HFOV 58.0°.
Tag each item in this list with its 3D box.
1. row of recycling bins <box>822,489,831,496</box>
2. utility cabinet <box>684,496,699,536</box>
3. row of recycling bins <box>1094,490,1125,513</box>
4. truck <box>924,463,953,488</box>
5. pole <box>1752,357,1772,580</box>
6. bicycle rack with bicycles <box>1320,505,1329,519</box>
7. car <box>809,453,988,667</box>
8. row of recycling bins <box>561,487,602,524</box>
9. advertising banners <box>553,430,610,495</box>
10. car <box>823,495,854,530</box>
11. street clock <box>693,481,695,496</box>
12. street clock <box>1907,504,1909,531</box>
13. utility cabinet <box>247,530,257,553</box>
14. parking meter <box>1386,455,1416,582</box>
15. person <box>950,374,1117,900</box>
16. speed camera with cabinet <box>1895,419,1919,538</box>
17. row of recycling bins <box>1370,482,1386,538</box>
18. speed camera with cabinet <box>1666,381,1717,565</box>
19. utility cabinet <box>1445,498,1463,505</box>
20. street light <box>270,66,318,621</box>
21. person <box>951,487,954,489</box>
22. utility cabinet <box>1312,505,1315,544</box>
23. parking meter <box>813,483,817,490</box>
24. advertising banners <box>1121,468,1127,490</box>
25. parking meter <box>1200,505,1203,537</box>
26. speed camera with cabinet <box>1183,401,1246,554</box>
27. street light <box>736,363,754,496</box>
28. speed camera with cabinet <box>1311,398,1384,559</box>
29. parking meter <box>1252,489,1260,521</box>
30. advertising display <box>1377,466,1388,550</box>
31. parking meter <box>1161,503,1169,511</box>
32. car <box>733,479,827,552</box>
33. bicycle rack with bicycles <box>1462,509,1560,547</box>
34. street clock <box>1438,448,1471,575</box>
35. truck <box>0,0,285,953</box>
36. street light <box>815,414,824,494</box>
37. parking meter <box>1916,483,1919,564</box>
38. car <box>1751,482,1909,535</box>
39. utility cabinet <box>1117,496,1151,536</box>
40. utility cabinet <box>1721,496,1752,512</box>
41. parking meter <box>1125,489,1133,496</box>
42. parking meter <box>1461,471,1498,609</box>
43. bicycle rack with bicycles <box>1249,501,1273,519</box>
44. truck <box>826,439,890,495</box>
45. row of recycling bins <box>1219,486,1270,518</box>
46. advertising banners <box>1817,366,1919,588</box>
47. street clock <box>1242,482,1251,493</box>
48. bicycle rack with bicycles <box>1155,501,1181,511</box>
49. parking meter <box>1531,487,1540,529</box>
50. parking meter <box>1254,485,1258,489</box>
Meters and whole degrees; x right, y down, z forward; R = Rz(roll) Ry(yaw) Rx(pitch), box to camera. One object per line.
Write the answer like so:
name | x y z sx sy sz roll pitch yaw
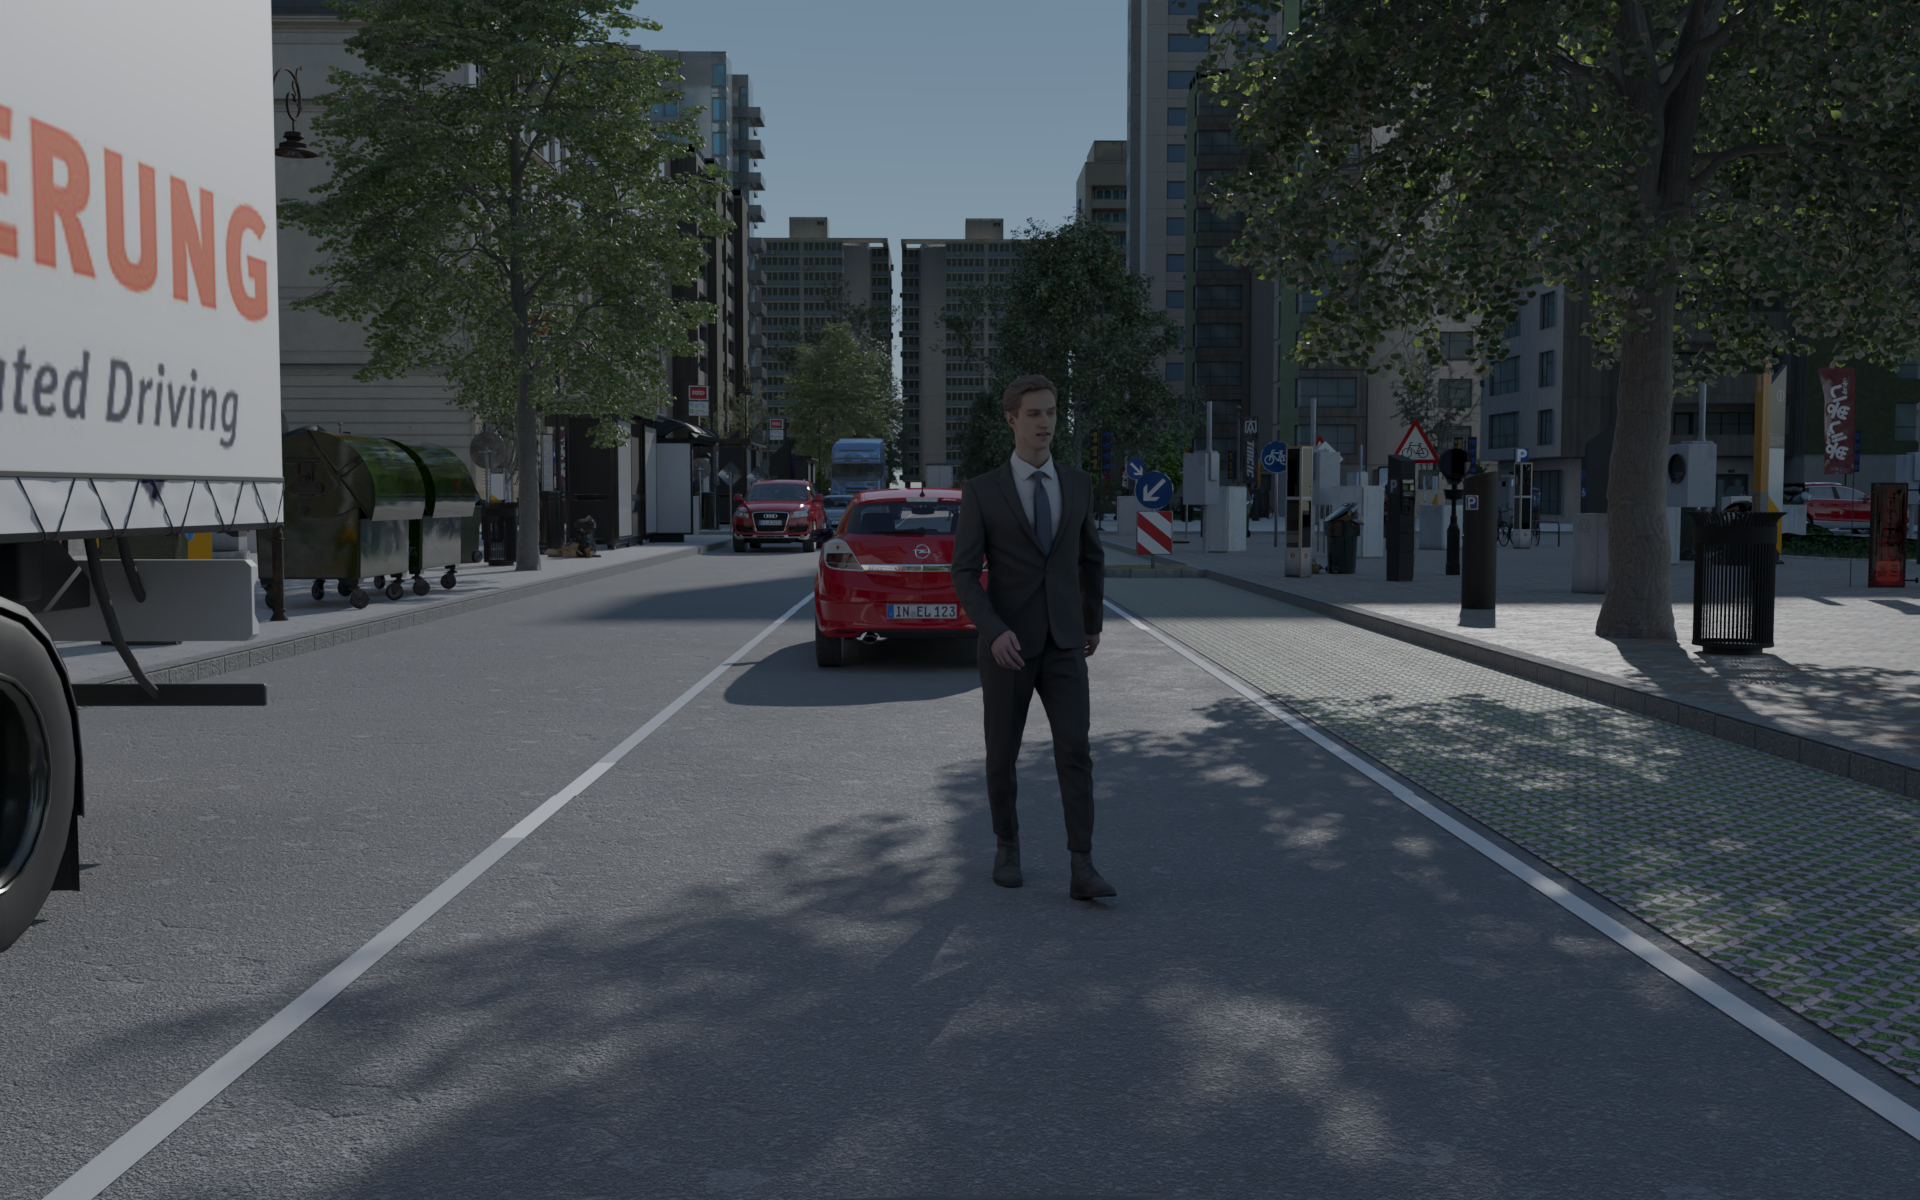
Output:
row of recycling bins | -9.446 -6.807 118.409 3.534 1.692 1.069 3 5 45
utility cabinet | -8.607 -2.598 53.637 1.020 1.237 0.306 -2 4 -26
row of recycling bins | 9.613 -6.684 116.396 3.534 1.692 1.069 -2 4 -31
truck | -1.991 -10.621 162.574 2.839 4.237 11.283 0 4 -1
pole | 11.940 -1.955 25.811 0.158 3.312 0.155 0 3 0
bicycle rack with bicycles | 17.936 -4.461 86.321 2.925 0.926 2.852 -3 5 -43
car | -0.337 -0.416 15.842 2.155 1.783 4.494 0 4 -1
row of recycling bins | -16.793 -4.201 75.798 3.534 1.692 1.069 -1 4 -21
advertising banners | -10.104 -3.096 46.807 2.074 3.025 0.090 1 4 21
car | -4.264 -3.058 61.996 2.014 1.417 4.499 0 4 -2
street clock | -14.711 -5.576 95.733 0.358 2.002 0.471 -1 4 -17
street clock | 33.161 -3.425 60.567 0.471 2.002 0.358 -1 4 -15
utility cabinet | -15.622 -1.605 37.400 0.306 1.237 1.020 3 5 44
parking meter | 6.487 -1.209 25.474 0.255 1.863 0.399 -1 4 -20
person | 0.303 0.128 6.187 0.659 1.850 0.755 -1 4 -16
speed camera with cabinet | 21.928 -2.696 38.413 2.038 3.252 0.660 0 4 5
row of recycling bins | 12.846 -2.772 52.439 1.069 1.692 3.534 1 4 12
speed camera with cabinet | 12.681 -2.241 30.971 0.660 3.252 2.038 -1 4 -8
utility cabinet | 25.270 -4.718 88.298 1.020 1.237 0.306 2 4 25
street light | -6.909 -2.728 17.397 0.468 5.910 1.993 0 4 -1
person | -0.416 -5.126 92.411 0.767 1.812 0.694 2 4 28
utility cabinet | 8.818 -2.199 44.636 0.318 1.500 1.173 0 4 -6
parking meter | -7.673 -5.206 90.834 0.255 1.863 0.399 1 4 19
advertising banners | 10.094 -7.207 114.029 2.074 3.025 0.090 -1 4 -10
parking meter | 7.341 -2.635 51.489 0.372 1.533 0.369 0 3 0
speed camera with cabinet | 5.555 -2.652 37.695 0.660 3.252 2.038 2 4 34
street light | -7.549 -5.397 61.031 0.468 5.910 1.993 0 4 -1
speed camera with cabinet | 7.774 -2.506 35.304 0.660 3.252 2.038 -2 4 -27
parking meter | 14.092 -4.533 82.532 0.372 1.533 0.369 0 3 0
advertising display | 9.951 -2.115 39.786 0.123 1.923 0.974 -2 4 -27
parking meter | 10.647 -4.983 89.884 0.372 1.533 0.369 0 3 0
car | -4.569 -2.182 44.353 2.281 1.827 5.304 0 3 0
bicycle rack with bicycles | 13.540 -1.802 42.844 2.852 0.926 2.925 0 4 -2
street clock | 7.807 -1.395 27.384 0.471 2.002 0.358 0 4 3
truck | -4.076 -0.796 1.936 2.839 4.237 11.283 0 4 -1
street light | -8.116 -7.796 100.246 0.468 5.910 1.993 0 4 -1
parking meter | 17.660 -1.415 31.553 0.372 1.533 0.369 0 3 0
car | 28.896 -2.993 57.611 5.304 1.827 2.281 0 4 -2
utility cabinet | 5.345 -2.572 53.212 1.020 1.237 0.306 0 4 -2
utility cabinet | 21.638 -2.271 48.297 1.020 1.237 0.306 -2 4 -34
parking meter | 7.875 -4.423 80.725 0.372 1.533 0.369 0 3 0
parking meter | 5.817 -0.672 19.393 0.372 1.533 0.369 0 3 0
bicycle rack with bicycles | 14.672 -4.586 88.366 2.925 0.926 2.852 -1 4 -21
truck | -4.714 -6.133 90.031 2.967 4.110 18.799 0 4 1
row of recycling bins | 15.065 -5.285 93.524 3.534 1.692 1.069 -1 4 -22
advertising banners | 12.736 -1.680 23.656 2.074 3.025 0.090 0 4 4
street clock | 13.382 -4.666 80.857 0.358 2.002 0.471 -1 4 -18
bicycle rack with bicycles | 12.779 -5.493 103.187 2.925 0.926 2.852 0 4 5
parking meter | 21.276 -3.406 64.100 0.372 1.533 0.369 0 3 0
parking meter | 18.736 -6.330 109.210 0.399 1.863 0.255 2 4 27
